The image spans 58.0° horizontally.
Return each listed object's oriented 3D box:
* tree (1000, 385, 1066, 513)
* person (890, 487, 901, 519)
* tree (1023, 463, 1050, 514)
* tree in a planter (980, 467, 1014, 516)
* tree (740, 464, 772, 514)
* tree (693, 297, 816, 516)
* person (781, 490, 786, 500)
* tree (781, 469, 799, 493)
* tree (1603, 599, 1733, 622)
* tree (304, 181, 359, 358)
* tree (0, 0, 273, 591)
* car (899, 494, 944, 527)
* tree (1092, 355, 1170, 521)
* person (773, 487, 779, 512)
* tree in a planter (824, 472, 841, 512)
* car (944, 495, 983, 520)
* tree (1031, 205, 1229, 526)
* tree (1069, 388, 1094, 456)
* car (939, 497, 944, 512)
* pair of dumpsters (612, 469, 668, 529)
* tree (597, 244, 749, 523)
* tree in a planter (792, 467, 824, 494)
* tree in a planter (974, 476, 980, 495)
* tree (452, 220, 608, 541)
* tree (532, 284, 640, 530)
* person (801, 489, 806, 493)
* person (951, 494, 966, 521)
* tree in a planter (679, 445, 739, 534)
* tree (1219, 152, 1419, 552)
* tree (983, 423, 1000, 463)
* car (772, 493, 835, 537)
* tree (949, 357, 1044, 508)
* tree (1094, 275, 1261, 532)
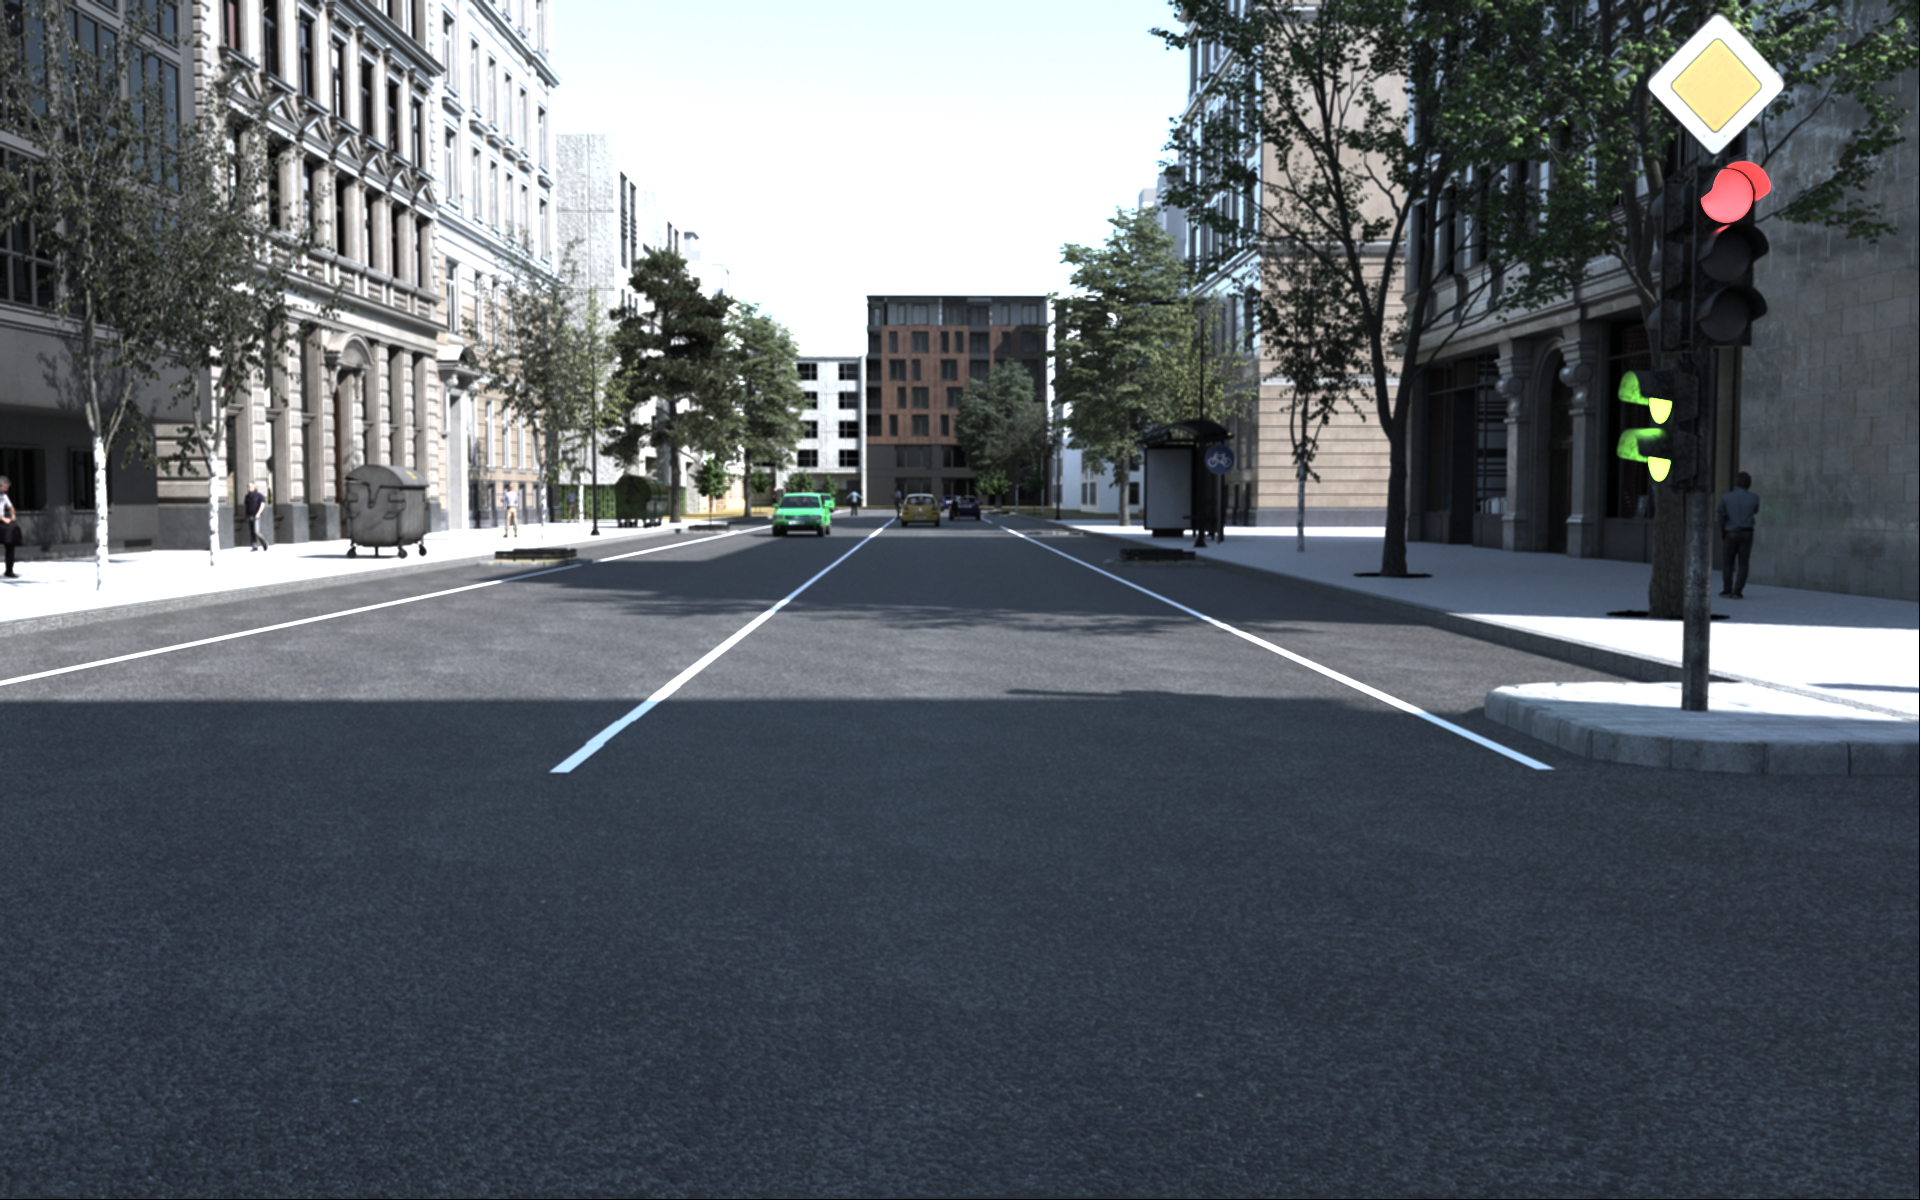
[{"bbox_3d":[5.504,-10.207,117.241,4.360,8.622,3.978,0,3,0],"label":"tree"},{"bbox_3d":[-3.667,-5.517,98.566,0.599,1.838,0.709,-1,4,-17],"label":"person"},{"bbox_3d":[4.623,-7.025,109.466,1.663,3.219,1.824,0,3,0],"label":"tree"},{"bbox_3d":[2.469,-7.020,111.999,1.991,3.239,1.994,0,4,-1],"label":"tree in a planter"},{"bbox_3d":[-13.359,-7.313,114.166,1.663,3.219,1.824,0,3,0],"label":"tree"},{"bbox_3d":[-11.974,-11.140,100.264,7.486,12.596,7.792,0,3,0],"label":"tree"},{"bbox_3d":[-13.965,-7.972,137.297,0.541,1.710,0.530,-3,5,-40],"label":"person"},{"bbox_3d":[-12.891,-8.431,132.447,1.663,3.219,1.824,0,3,0],"label":"tree"},{"bbox_3d":[7.190,-5.622,17.683,9.928,11.665,9.643,0,3,0],"label":"tree"},{"bbox_3d":[-13.120,-4.911,30.652,4.360,8.622,3.978,0,3,0],"label":"tree"},{"bbox_3d":[-11.179,-4.435,22.875,4.360,8.622,3.978,0,3,0],"label":"tree"},{"bbox_3d":[-1.745,-4.108,77.384,2.015,1.641,3.980,0,4,0],"label":"car"},{"bbox_3d":[7.838,-8.045,81.906,4.360,8.622,3.978,0,3,0],"label":"tree"},{"bbox_3d":[-13.487,-7.354,126.730,0.683,1.767,0.568,3,4,37],"label":"person"},{"bbox_3d":[-10.552,-8.680,139.138,1.991,3.239,1.994,0,4,-1],"label":"tree in a planter"},{"bbox_3d":[0.282,-5.057,95.260,1.945,1.354,3.894,0,4,1],"label":"car"},{"bbox_3d":[6.650,-9.165,67.977,7.486,12.596,7.792,0,3,0],"label":"tree"},{"bbox_3d":[6.888,-7.676,75.864,4.737,8.622,4.395,0,3,0],"label":"tree"},{"bbox_3d":[-0.759,-7.888,141.549,1.945,1.354,3.894,0,4,-2],"label":"car"},{"bbox_3d":[-12.285,-3.914,66.487,1.574,2.255,4.436,0,4,-1],"label":"pair of dumpsters"},{"bbox_3d":[-12.470,-9.387,75.530,6.751,12.117,7.091,0,3,0],"label":"tree"},{"bbox_3d":[-10.041,-7.023,112.044,1.991,3.239,1.994,0,4,-1],"label":"tree in a planter"},{"bbox_3d":[1.953,-8.690,139.306,1.991,3.239,1.994,0,4,-1],"label":"tree in a planter"},{"bbox_3d":[-11.312,-5.877,46.451,4.360,8.622,3.978,0,3,0],"label":"tree"},{"bbox_3d":[-13.438,-6.783,61.271,4.737,8.622,4.395,0,3,0],"label":"tree"},{"bbox_3d":[-9.786,-5.989,107.147,0.721,1.743,1.217,-2,4,-24],"label":"person"},{"bbox_3d":[-0.066,-4.898,91.773,0.799,1.438,0.628,0,4,2],"label":"person"},{"bbox_3d":[-9.136,-4.039,63.254,1.991,3.239,1.994,0,4,-1],"label":"tree in a planter"},{"bbox_3d":[7.816,-5.379,38.315,4.360,8.622,3.978,0,3,0],"label":"tree"},{"bbox_3d":[4.011,-10.822,127.297,4.360,8.622,3.978,0,3,0],"label":"tree"},{"bbox_3d":[-5.441,-3.111,59.669,1.959,1.807,4.718,0,4,-1],"label":"car"},{"bbox_3d":[3.596,-15.669,162.850,9.857,13.997,8.962,0,3,0],"label":"tree"},{"bbox_3d":[7.855,-6.643,58.983,4.737,8.622,4.395,0,3,0],"label":"tree"}]
